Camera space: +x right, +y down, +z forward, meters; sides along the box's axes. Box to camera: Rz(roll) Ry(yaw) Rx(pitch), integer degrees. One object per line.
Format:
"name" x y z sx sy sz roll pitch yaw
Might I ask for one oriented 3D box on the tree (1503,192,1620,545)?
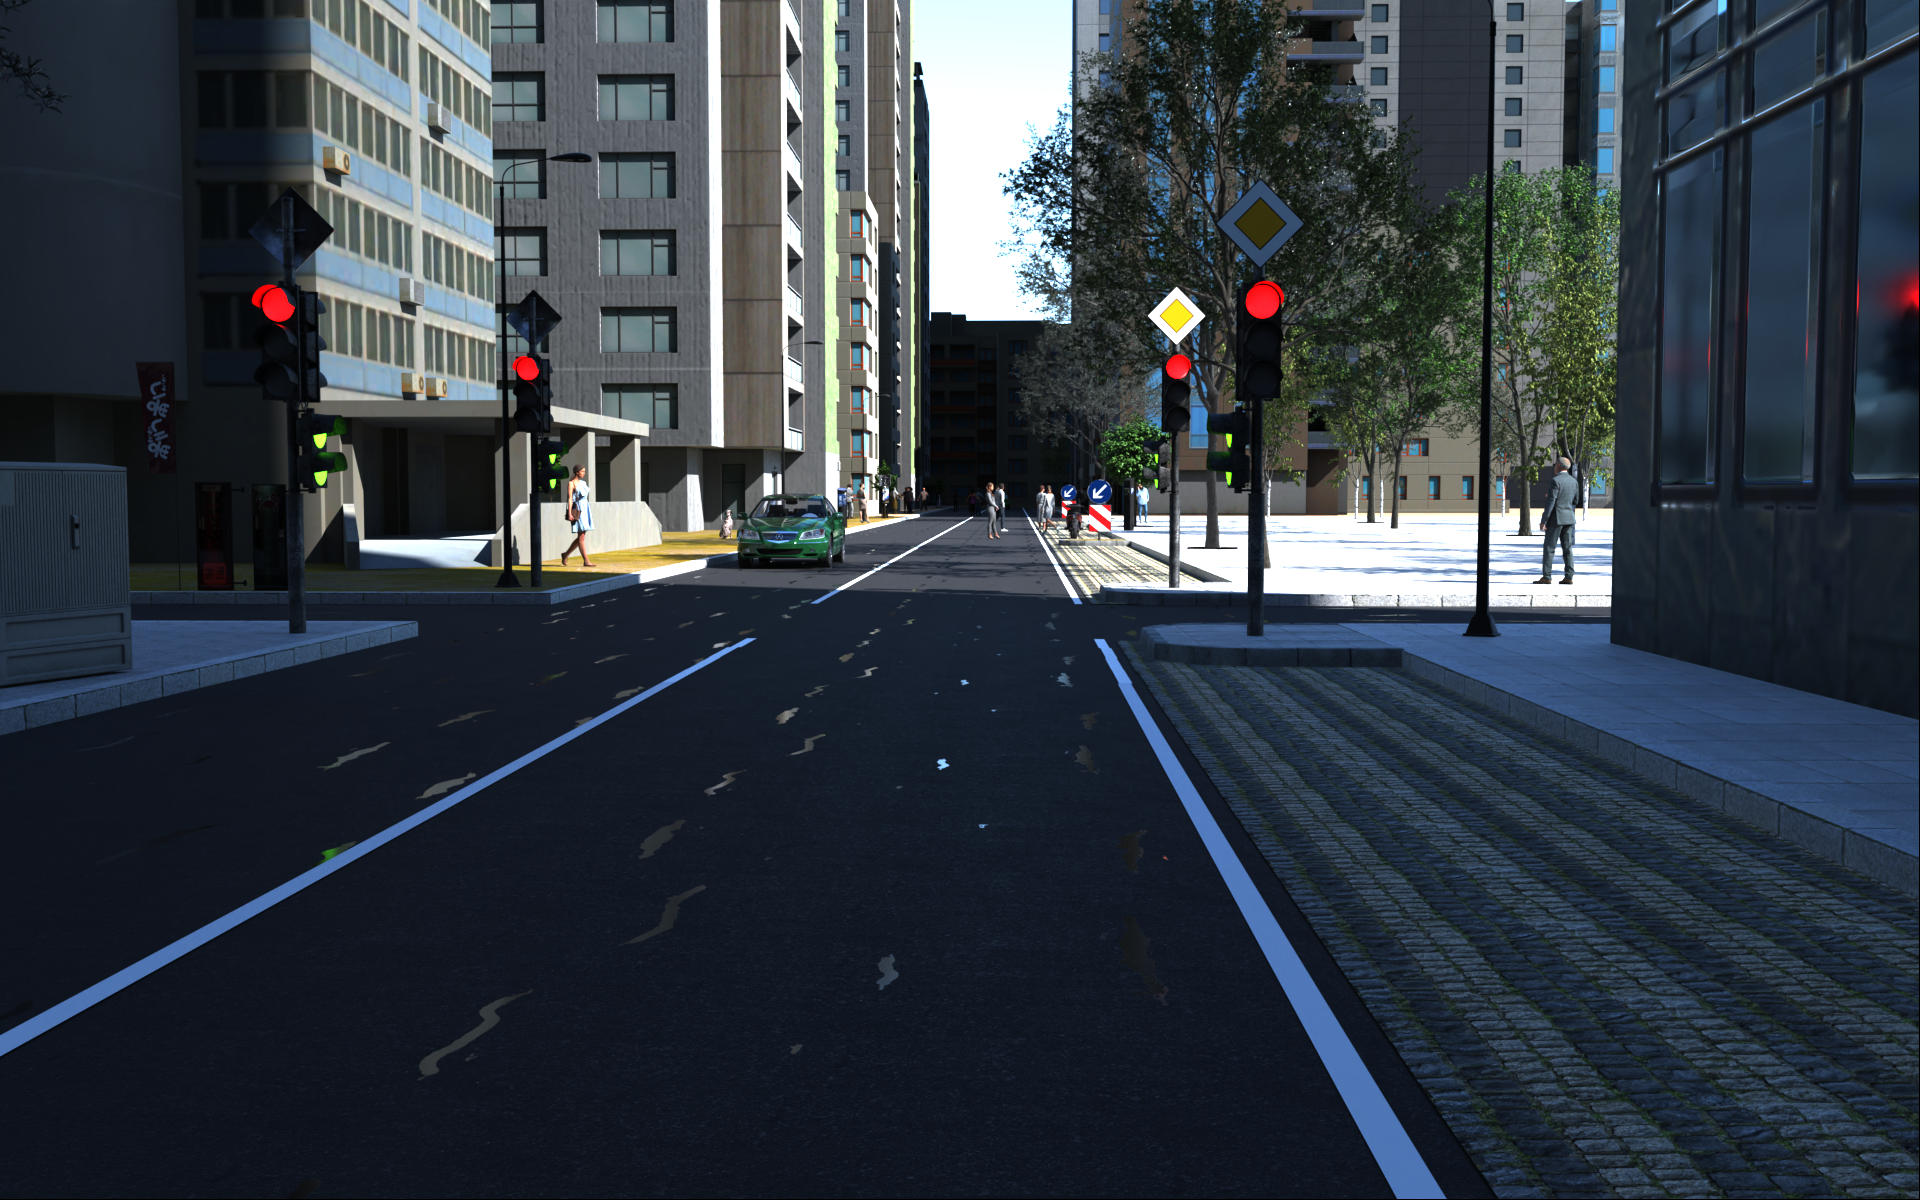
"tree" 15.431 -5.684 43.290 4.737 8.622 4.395 0 3 0

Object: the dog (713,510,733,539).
"dog" -6.858 -2.176 49.950 0.800 0.831 0.513 -2 4 -32

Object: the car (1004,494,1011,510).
"car" 3.737 -9.276 160.455 1.959 1.807 4.718 0 4 1

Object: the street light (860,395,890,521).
"street light" -3.979 -6.636 81.043 1.470 5.913 1.316 0 4 2

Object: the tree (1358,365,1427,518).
"tree" 23.099 -8.770 93.755 4.360 8.622 3.978 0 3 0

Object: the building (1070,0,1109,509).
"building" 20.638 -37.632 157.275 21.231 58.520 28.212 0 4 2

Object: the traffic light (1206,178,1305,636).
"traffic light" 2.661 -1.632 15.607 0.839 4.253 0.868 0 4 2

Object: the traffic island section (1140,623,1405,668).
"traffic island section" 2.701 0.401 15.720 2.009 0.180 2.903 0 4 2

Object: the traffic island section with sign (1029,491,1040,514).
"traffic island section with sign" 6.181 -7.143 125.421 1.989 1.847 2.006 0 4 2

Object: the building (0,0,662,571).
"building" -23.952 -21.090 36.711 32.217 40.220 23.993 0 4 2

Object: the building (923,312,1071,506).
"building" -1.127 -21.570 197.706 28.899 21.520 27.650 0 4 2

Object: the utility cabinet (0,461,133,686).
"utility cabinet" -6.270 -0.199 11.930 0.318 1.500 1.173 1 4 17

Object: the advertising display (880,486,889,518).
"advertising display" -3.976 -5.284 91.599 0.123 1.923 0.974 1 4 18

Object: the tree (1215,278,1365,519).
"tree" 9.877 -6.486 56.411 4.737 8.622 4.395 0 3 0

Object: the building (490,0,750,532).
"building" -12.176 -23.224 63.311 14.154 41.232 14.086 0 4 2

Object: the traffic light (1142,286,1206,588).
"traffic light" 2.914 -2.120 23.589 0.839 4.253 0.868 0 4 2

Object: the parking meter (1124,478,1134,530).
"parking meter" 5.966 -3.394 61.206 0.255 1.863 0.399 2 4 30

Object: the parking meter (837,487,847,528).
"parking meter" -4.510 -3.542 66.329 0.372 1.533 0.369 0 3 0

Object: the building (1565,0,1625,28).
"building" 68.498 -33.056 160.076 30.456 49.044 23.786 0 4 2

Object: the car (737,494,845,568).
"car" -3.382 -1.435 35.253 2.131 1.459 4.920 0 4 1

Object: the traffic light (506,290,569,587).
"traffic light" -5.844 -2.136 23.849 0.839 4.253 0.868 0 4 2

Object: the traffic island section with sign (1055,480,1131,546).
"traffic island section with sign" 3.750 -2.426 48.287 1.989 1.847 2.006 0 4 2

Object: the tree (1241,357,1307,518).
"tree" 16.735 -8.772 93.791 4.360 8.622 3.978 0 3 0

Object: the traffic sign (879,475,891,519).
"traffic sign" -3.929 -5.418 90.712 0.606 2.300 0.079 1 4 9

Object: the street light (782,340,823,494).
"street light" -4.825 -4.890 52.489 1.470 5.913 1.316 0 4 2

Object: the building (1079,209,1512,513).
"building" 23.314 -17.417 129.804 27.650 21.520 28.899 0 4 2

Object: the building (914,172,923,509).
"building" -10.622 -23.095 149.306 14.160 30.474 14.107 0 4 2

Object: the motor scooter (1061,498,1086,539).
"motor scooter" 3.637 -2.605 55.366 0.815 1.314 1.986 0 4 2

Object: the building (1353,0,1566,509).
"building" 42.708 -44.219 161.233 20.611 71.187 20.563 0 4 2

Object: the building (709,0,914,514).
"building" -10.936 -27.589 134.668 14.154 41.232 14.086 0 4 2

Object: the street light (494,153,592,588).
"street light" -5.703 -3.131 23.735 1.470 5.913 1.316 0 4 2

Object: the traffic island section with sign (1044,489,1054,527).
"traffic island section with sign" 4.596 -4.077 75.291 1.989 1.847 2.006 0 4 2

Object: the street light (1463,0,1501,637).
"street light" 4.190 -2.630 15.546 1.470 5.913 1.316 0 4 2

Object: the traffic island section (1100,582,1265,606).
"traffic island section" 2.953 -0.087 23.701 2.009 0.180 2.903 0 4 2

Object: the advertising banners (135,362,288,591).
"advertising banners" -9.874 -1.637 22.959 2.074 3.025 0.090 0 4 3

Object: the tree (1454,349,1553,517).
"tree" 26.703 -8.339 86.709 4.360 8.622 3.978 0 3 0

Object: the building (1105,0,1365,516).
"building" 16.540 -27.991 107.771 14.600 45.320 14.200 0 4 2

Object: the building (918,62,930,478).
"building" -9.989 -29.561 166.924 14.086 41.232 14.154 0 4 2

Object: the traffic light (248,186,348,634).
"traffic light" -6.096 -1.648 15.868 0.839 4.253 0.868 0 4 2

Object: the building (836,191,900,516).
"building" -18.707 -16.453 114.052 27.650 21.520 28.899 0 4 2
